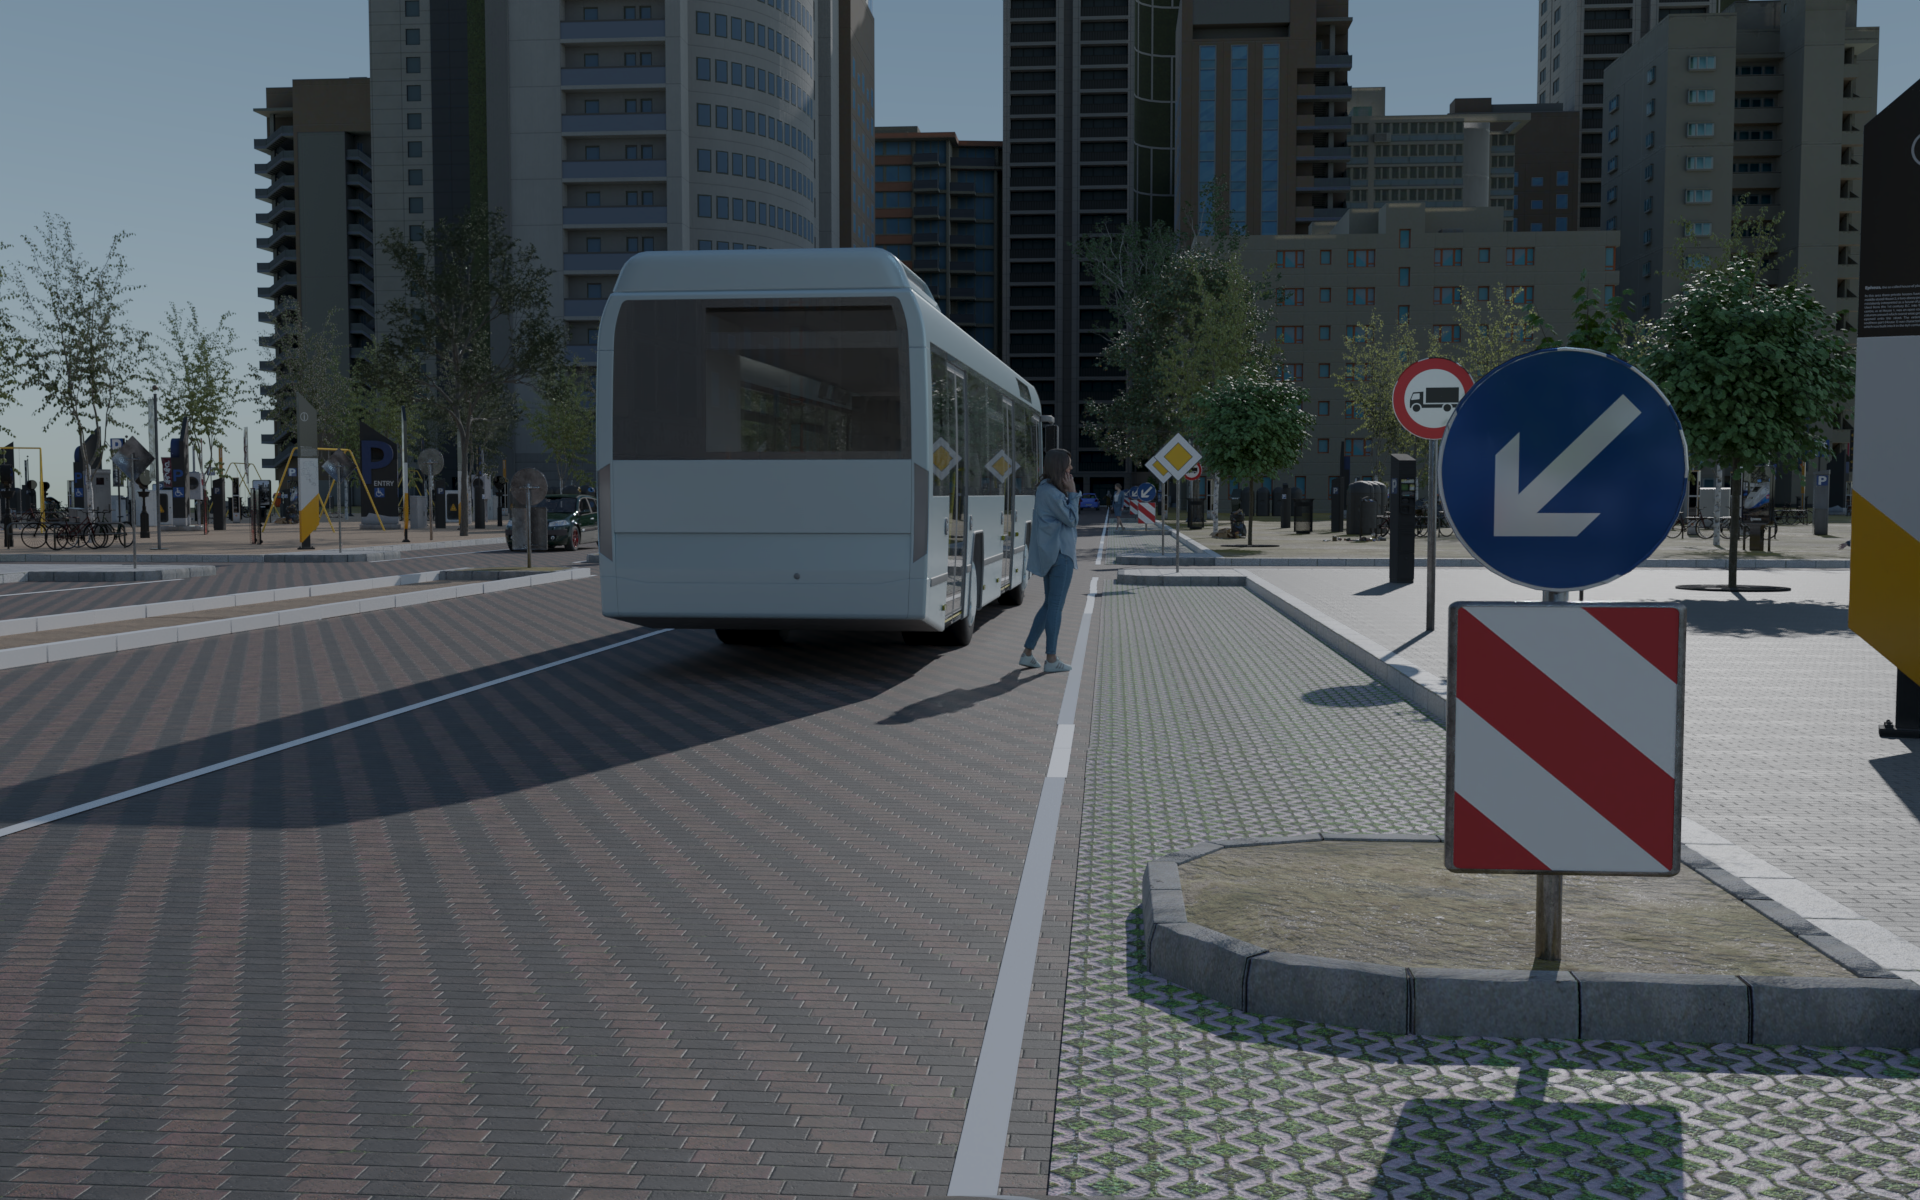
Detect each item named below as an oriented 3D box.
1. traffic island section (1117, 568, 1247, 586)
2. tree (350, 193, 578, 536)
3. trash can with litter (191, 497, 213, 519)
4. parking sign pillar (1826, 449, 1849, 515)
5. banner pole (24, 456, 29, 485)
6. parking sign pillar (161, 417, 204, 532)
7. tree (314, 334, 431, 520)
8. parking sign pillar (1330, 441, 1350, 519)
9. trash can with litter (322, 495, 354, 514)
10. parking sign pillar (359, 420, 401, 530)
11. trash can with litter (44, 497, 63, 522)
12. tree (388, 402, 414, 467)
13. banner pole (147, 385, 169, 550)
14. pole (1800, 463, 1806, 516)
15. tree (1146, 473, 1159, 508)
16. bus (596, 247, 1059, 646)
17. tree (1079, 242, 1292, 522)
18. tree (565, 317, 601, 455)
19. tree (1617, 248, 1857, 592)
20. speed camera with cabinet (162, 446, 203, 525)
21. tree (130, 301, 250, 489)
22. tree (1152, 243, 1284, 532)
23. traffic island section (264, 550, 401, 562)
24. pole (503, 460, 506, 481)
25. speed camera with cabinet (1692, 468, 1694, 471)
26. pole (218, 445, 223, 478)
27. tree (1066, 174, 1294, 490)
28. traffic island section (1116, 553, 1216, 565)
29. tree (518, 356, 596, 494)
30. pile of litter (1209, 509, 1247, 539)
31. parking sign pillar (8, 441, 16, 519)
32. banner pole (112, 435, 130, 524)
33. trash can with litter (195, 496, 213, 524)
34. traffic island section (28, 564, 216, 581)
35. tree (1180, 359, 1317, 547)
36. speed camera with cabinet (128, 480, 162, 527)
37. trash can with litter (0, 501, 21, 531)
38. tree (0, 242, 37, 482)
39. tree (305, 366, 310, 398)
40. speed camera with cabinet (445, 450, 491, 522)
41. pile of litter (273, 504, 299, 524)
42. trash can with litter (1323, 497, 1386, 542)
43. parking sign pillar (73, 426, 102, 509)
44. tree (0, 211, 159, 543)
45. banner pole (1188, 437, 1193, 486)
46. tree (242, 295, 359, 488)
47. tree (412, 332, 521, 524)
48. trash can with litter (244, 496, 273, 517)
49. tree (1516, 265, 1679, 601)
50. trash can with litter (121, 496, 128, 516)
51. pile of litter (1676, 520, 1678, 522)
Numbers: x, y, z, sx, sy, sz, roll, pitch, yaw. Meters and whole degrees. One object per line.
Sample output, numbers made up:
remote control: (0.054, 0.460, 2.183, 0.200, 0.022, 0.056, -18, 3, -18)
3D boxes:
traffic island section: (3.574, -0.369, 28.314, 2.009, 0.180, 2.903, 0, 4, 5)
tree: (-14.939, -7.247, 52.907, 8.767, 10.594, 7.601, 3, 4, 38)
trash can with litter: (-38.617, -4.716, 88.166, 1.678, 1.210, 2.233, 0, 4, -3)
parking sign pillar: (52.991, -7.103, 104.602, 1.447, 3.967, 1.447, -1, 4, -21)
banner pole: (-60.475, -7.478, 112.284, 0.401, 3.779, 0.863, -1, 4, -9)
parking sign pillar: (-26.950, -4.368, 59.882, 1.447, 3.967, 1.447, -1, 4, -17)
tree: (-25.817, -7.855, 78.796, 4.737, 8.622, 4.395, 0, 3, 0)
parking sign pillar: (19.802, -6.162, 89.220, 1.447, 3.967, 1.447, 1, 4, 10)
trash can with litter: (-40.315, -6.162, 111.801, 2.233, 1.210, 1.678, 0, 4, -5)
parking sign pillar: (-21.168, -4.566, 63.121, 1.447, 3.967, 1.447, -1, 4, -16)
trash can with litter: (-40.328, -4.030, 77.283, 0.624, 1.170, 1.055, 1, 4, 19)
tree: (-31.766, -9.308, 102.548, 4.360, 8.622, 3.978, 0, 3, 0)
banner pole: (-18.600, -3.056, 39.986, 0.401, 3.779, 0.863, -3, 5, -39)
pole: (45.416, -6.082, 93.288, 0.158, 3.312, 0.155, 0, 3, 0)
tree: (19.068, -10.970, 173.963, 1.663, 3.219, 1.824, 0, 3, 0)
bus: (-0.722, -1.514, 19.618, 2.948, 3.499, 13.247, 0, 4, 7)
tree: (10.714, -9.903, 78.930, 9.611, 12.733, 9.660, 0, 3, 0)
tree: (-13.770, -7.372, 70.896, 4.360, 8.622, 3.978, 0, 3, 0)
tree: (10.436, -2.410, 23.122, 4.285, 4.588, 4.351, 0, 3, 0)
speed camera with cabinet: (-32.262, -4.703, 71.232, 2.038, 3.252, 0.660, -1, 4, -11)
tree: (-28.808, -7.044, 65.539, 4.737, 8.622, 4.395, 0, 3, 0)
tree: (7.644, -6.194, 51.641, 4.737, 8.622, 4.395, 0, 3, 0)
traffic island section: (-13.553, -0.951, 37.827, 2.009, 0.180, 2.903, 0, 4, 5)
pole: (-27.168, -6.699, 103.371, 0.158, 3.312, 0.155, 0, 3, 0)
speed camera with cabinet: (42.447, -6.542, 101.305, 0.660, 3.252, 2.038, 0, 4, 8)
pole: (-30.966, -4.817, 72.594, 0.158, 3.312, 0.155, 0, 3, 0)
tree: (12.967, -15.134, 103.328, 12.611, 20.169, 13.585, 0, 3, 0)
traffic island section: (4.270, -0.856, 36.269, 2.009, 0.180, 2.903, 0, 4, 5)
tree: (-20.059, -8.356, 86.983, 4.737, 8.622, 4.395, 0, 3, 0)
pile of litter: (7.797, -2.220, 50.269, 1.176, 0.858, 1.719, 2, 4, 28)
parking sign pillar: (-48.907, -6.101, 88.225, 1.447, 3.967, 1.447, -3, 4, -38)
banner pole: (-35.535, -5.103, 73.456, 0.401, 3.779, 0.863, 3, 5, 41)
trash can with litter: (-31.729, -3.777, 73.147, 1.055, 1.170, 0.624, -2, 4, -28)
traffic island section: (-14.249, -0.464, 29.872, 2.009, 0.180, 2.903, 0, 4, 5)
tree: (7.020, -3.579, 42.233, 4.285, 4.588, 4.351, 0, 3, 0)
speed camera with cabinet: (-32.413, -4.546, 68.665, 0.660, 3.252, 2.038, -3, 4, -39)
trash can with litter: (-34.311, -3.086, 61.516, 1.678, 1.210, 2.233, -2, 4, -31)
tree: (-27.211, -5.923, 47.199, 4.737, 8.622, 4.395, 0, 3, 0)
tree: (-30.546, -8.340, 86.716, 4.737, 8.622, 4.395, 0, 3, 0)
speed camera with cabinet: (-22.242, -5.129, 78.187, 2.038, 3.252, 0.660, 1, 4, 13)
pile of litter: (-28.910, -3.682, 74.171, 1.176, 0.858, 1.719, 0, 4, 6)
trash can with litter: (10.782, -2.222, 47.389, 2.233, 1.210, 1.678, -1, 4, -20)
parking sign pillar: (-34.358, -4.879, 68.241, 1.447, 3.967, 1.447, 0, 4, 5)
tree: (-22.856, -5.796, 45.130, 4.360, 8.622, 3.978, 0, 3, 0)
banner pole: (9.116, -4.797, 68.447, 0.401, 3.779, 0.863, 1, 4, 21)
tree: (-24.049, -6.935, 63.753, 4.360, 8.622, 3.978, 0, 3, 0)
tree: (-20.653, -7.491, 72.841, 4.360, 8.622, 3.978, 0, 3, 0)
trash can with litter: (-40.241, -5.411, 99.531, 2.233, 1.210, 1.678, -1, 4, -22)
tree: (5.354, -1.236, 14.812, 1.663, 3.219, 1.824, 0, 3, 0)
trash can with litter: (-48.624, -5.553, 101.851, 2.233, 1.210, 1.678, -1, 4, -22)
pile of litter: (32.476, -3.944, 78.457, 1.176, 0.858, 1.719, -1, 4, -14)
